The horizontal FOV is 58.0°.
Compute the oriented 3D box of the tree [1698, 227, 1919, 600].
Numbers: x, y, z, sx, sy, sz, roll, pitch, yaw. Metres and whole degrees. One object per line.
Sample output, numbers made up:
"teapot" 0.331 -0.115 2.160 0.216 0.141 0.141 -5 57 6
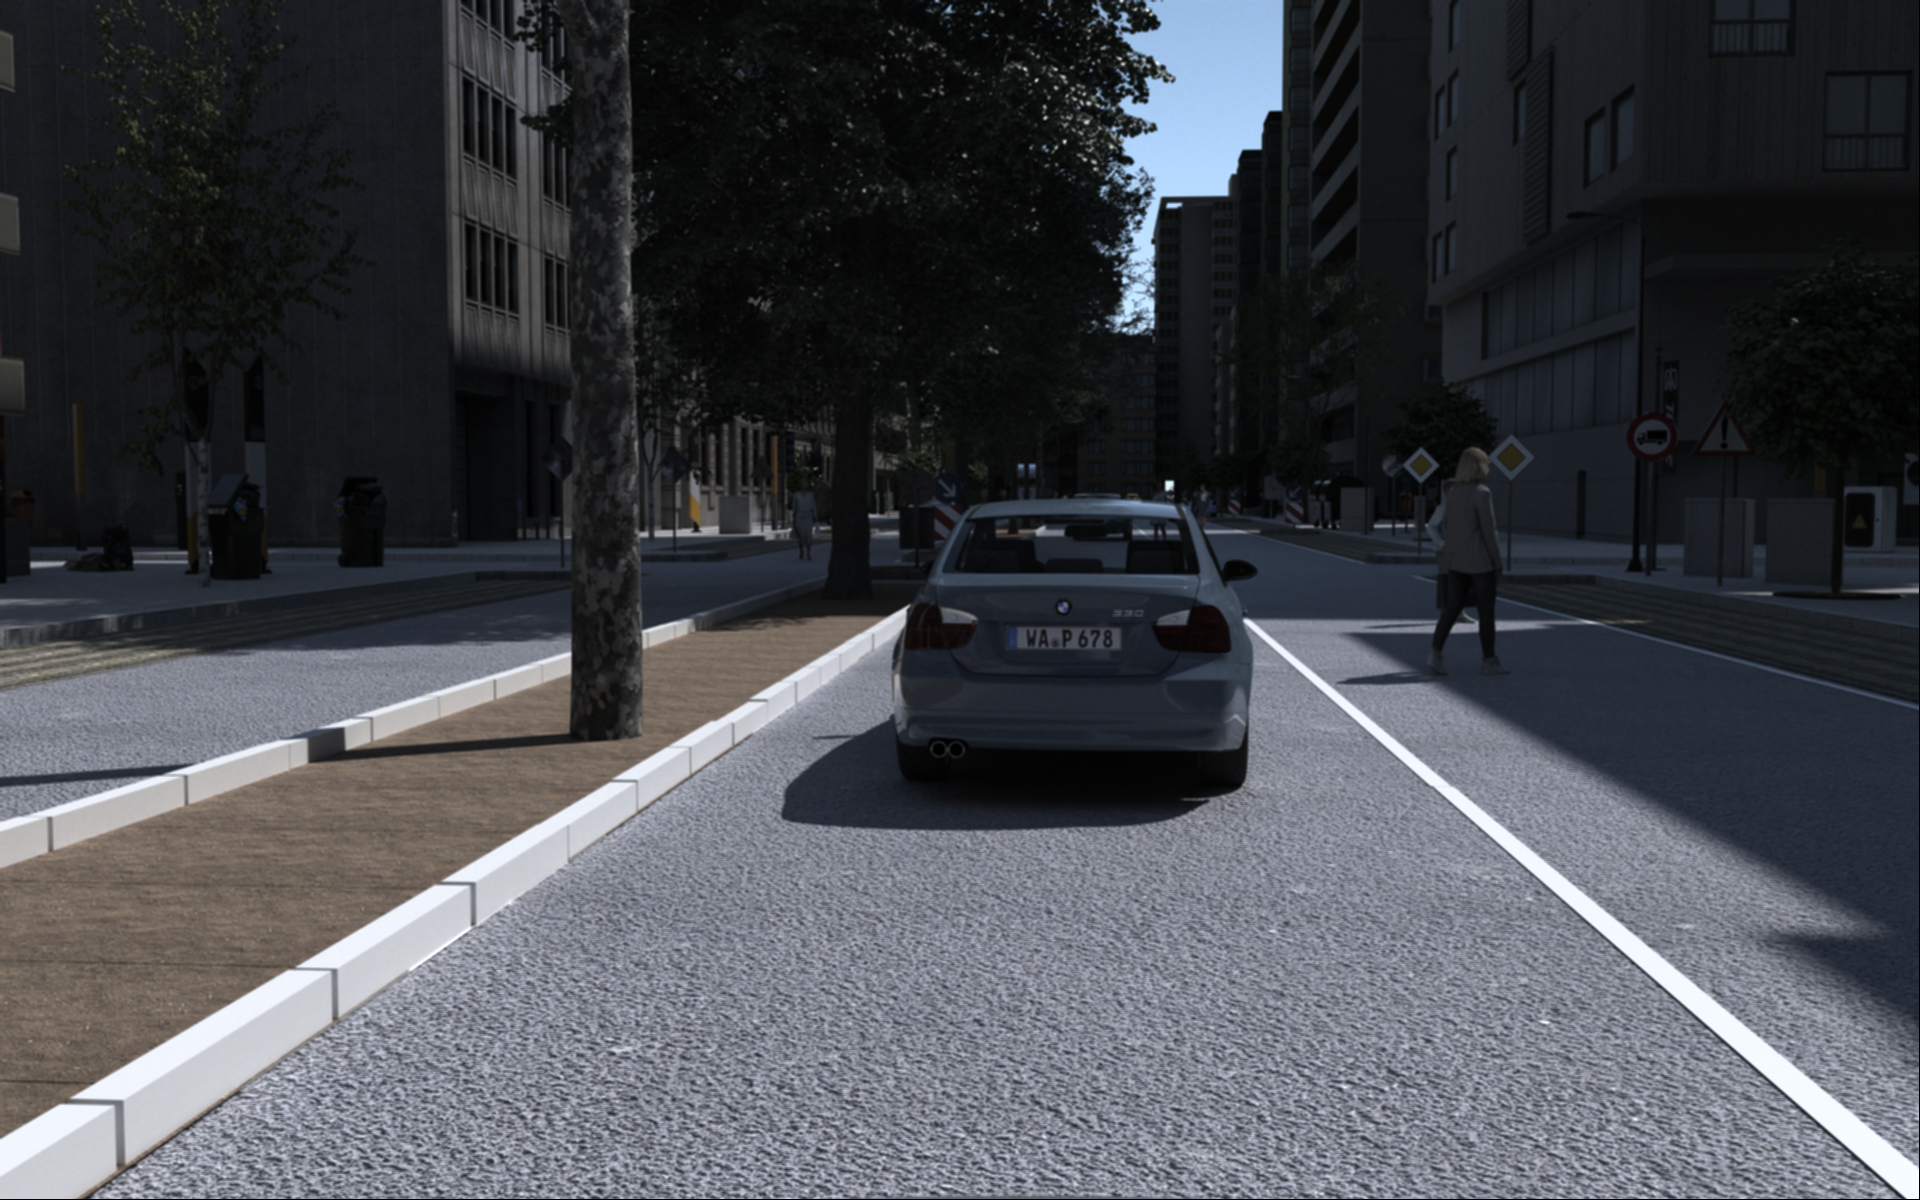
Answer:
"tree" 10.902 -2.317 21.605 4.285 4.588 4.351 0 3 0

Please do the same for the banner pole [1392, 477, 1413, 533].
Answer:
"banner pole" 14.598 -4.111 57.228 0.863 3.779 0.401 -2 4 -27

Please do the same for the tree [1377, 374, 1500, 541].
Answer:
"tree" 13.216 -3.911 47.662 4.285 4.588 4.351 0 3 0

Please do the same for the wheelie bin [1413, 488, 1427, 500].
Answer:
"wheelie bin" 22.704 -4.707 84.860 0.980 1.594 0.693 1 4 16

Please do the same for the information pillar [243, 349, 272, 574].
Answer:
"information pillar" -11.260 -2.223 27.701 0.183 3.616 0.504 0 4 6

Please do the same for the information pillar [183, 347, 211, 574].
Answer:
"information pillar" -12.237 -2.229 27.793 0.183 3.616 0.504 1 4 17

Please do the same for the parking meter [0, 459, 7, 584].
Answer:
"parking meter" -13.866 -1.166 24.783 0.399 1.863 0.255 3 5 42

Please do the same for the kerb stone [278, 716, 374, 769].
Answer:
"kerb stone" -3.483 0.788 9.452 0.120 0.150 1.000 0 4 5

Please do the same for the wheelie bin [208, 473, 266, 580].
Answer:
"wheelie bin" -10.928 -1.114 26.124 0.980 1.594 0.693 2 4 35

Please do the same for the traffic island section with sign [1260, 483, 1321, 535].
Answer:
"traffic island section with sign" 11.768 -3.259 61.917 1.989 1.847 2.006 0 4 5

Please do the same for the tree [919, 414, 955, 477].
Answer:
"tree" -1.462 -11.103 131.901 4.737 8.622 4.395 0 3 0

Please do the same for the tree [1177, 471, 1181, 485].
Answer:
"tree" 21.209 -10.446 154.509 4.285 4.588 4.351 0 3 0

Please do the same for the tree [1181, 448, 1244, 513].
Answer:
"tree" 18.477 -8.344 120.134 4.285 4.588 4.351 0 3 0

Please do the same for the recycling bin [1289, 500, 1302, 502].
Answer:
"recycling bin" 15.043 -3.945 77.049 0.722 1.027 0.722 0 4 1

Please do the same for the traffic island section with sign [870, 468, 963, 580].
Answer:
"traffic island section with sign" -0.808 -1.324 29.786 2.006 1.907 1.989 0 4 5

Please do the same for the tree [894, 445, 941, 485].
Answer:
"tree" -2.825 -7.889 112.703 4.285 4.588 4.351 0 3 0

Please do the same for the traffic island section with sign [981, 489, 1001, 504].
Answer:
"traffic island section with sign" 2.080 -8.007 139.535 1.989 1.847 2.006 0 4 5

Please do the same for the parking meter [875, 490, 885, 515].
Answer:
"parking meter" -4.836 -6.038 107.135 0.372 1.533 0.369 0 3 0

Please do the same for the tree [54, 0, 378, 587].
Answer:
"tree" -10.407 -4.499 23.918 4.737 8.622 4.395 0 3 0

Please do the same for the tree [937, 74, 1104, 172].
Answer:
"tree" 0.904 -8.348 49.321 12.009 13.543 11.850 0 3 0

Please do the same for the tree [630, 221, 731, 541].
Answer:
"tree" -8.298 -5.887 46.620 4.360 8.622 3.978 0 3 0

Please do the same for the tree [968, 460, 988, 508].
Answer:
"tree" 1.932 -11.887 178.058 4.285 4.588 4.351 0 3 0

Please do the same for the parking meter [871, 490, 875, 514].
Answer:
"parking meter" -5.452 -6.198 109.743 0.372 1.533 0.369 0 3 0

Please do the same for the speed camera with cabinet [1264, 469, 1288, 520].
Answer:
"speed camera with cabinet" 16.345 -5.674 87.104 2.038 3.252 0.660 -1 4 -15

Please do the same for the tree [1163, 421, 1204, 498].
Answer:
"tree" 22.857 -13.782 175.705 4.360 8.622 3.978 0 3 0

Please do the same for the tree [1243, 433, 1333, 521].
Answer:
"tree" 16.195 -6.079 83.108 4.285 4.588 4.351 0 3 0

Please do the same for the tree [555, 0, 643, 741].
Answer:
"tree" -3.222 -9.308 10.529 12.611 20.169 13.585 0 3 0

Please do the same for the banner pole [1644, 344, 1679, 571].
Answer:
"banner pole" 11.700 -2.372 28.794 0.401 3.779 0.863 0 4 -8

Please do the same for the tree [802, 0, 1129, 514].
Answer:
"tree" -0.046 -7.277 39.565 7.486 12.596 7.792 0 3 0

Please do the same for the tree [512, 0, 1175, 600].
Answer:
"tree" -1.524 -6.977 23.186 9.857 13.997 8.962 0 3 0

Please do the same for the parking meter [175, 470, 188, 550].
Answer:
"parking meter" -17.808 -2.090 39.875 0.255 1.863 0.399 2 4 30

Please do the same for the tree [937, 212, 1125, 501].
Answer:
"tree" 1.978 -8.083 60.376 9.928 11.665 9.643 0 3 0

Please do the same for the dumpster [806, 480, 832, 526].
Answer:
"dumpster" -5.759 -3.985 70.914 1.264 1.857 1.865 0 4 5

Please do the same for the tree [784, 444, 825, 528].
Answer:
"tree" -6.211 -4.355 65.800 1.663 3.219 1.824 0 3 0

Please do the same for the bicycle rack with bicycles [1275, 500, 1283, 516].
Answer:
"bicycle rack with bicycles" 19.476 -5.534 103.855 2.852 0.926 2.925 0 4 1

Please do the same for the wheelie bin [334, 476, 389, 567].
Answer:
"wheelie bin" -10.511 -1.385 30.548 0.693 1.594 0.980 2 4 34

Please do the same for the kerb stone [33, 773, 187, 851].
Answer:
"kerb stone" -3.639 0.908 7.411 0.120 0.150 1.000 0 4 5

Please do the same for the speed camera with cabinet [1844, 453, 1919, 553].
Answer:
"speed camera with cabinet" 20.156 -2.634 37.399 0.660 3.252 2.038 -2 4 -35

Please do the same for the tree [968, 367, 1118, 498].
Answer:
"tree" 4.549 -9.724 95.863 8.767 10.594 7.601 0 4 5

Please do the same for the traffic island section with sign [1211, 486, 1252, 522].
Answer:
"traffic island section with sign" 13.885 -4.903 88.789 1.989 1.847 2.006 0 4 5

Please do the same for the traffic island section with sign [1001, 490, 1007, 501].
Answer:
"traffic island section with sign" 4.254 -9.685 166.974 1.989 1.847 2.006 0 4 5

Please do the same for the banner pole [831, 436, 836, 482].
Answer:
"banner pole" -5.355 -5.172 74.582 0.401 3.779 0.863 -3 5 -43

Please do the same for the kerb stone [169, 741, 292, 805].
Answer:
"kerb stone" -3.555 0.844 8.432 0.120 0.150 1.000 0 4 5

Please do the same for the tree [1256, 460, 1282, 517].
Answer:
"tree" 17.239 -6.307 97.727 1.663 3.219 1.824 0 3 0

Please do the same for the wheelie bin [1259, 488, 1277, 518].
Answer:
"wheelie bin" 16.216 -5.102 91.330 0.980 1.594 0.693 -1 4 -17

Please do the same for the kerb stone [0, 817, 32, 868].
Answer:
"kerb stone" -3.722 0.967 6.386 0.120 0.150 1.000 0 4 5

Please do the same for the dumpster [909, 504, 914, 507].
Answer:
"dumpster" -2.868 -6.383 106.862 1.502 2.255 1.985 0 4 4

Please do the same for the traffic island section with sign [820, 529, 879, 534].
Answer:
"traffic island section with sign" -3.991 -3.310 62.745 1.989 1.847 2.006 0 4 5

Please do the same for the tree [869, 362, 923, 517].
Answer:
"tree" -3.932 -8.900 95.882 4.360 8.622 3.978 0 3 0

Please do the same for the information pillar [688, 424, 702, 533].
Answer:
"information pillar" -8.857 -4.061 57.759 0.183 3.616 0.504 2 4 30

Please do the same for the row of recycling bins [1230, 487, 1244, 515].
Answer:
"row of recycling bins" 17.421 -6.171 108.003 1.069 1.692 3.534 0 4 0

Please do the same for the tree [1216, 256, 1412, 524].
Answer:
"tree" 15.072 -9.099 74.521 9.928 11.665 9.643 0 3 0

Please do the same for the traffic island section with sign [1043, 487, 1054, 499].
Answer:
"traffic island section with sign" 5.700 -6.357 112.075 2.006 1.907 1.989 0 4 5

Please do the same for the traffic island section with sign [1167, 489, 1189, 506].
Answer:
"traffic island section with sign" 17.798 -7.928 138.256 1.989 1.847 2.006 0 4 5

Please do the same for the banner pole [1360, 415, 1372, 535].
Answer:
"banner pole" 12.982 -3.981 55.114 0.401 3.779 0.863 1 4 23
